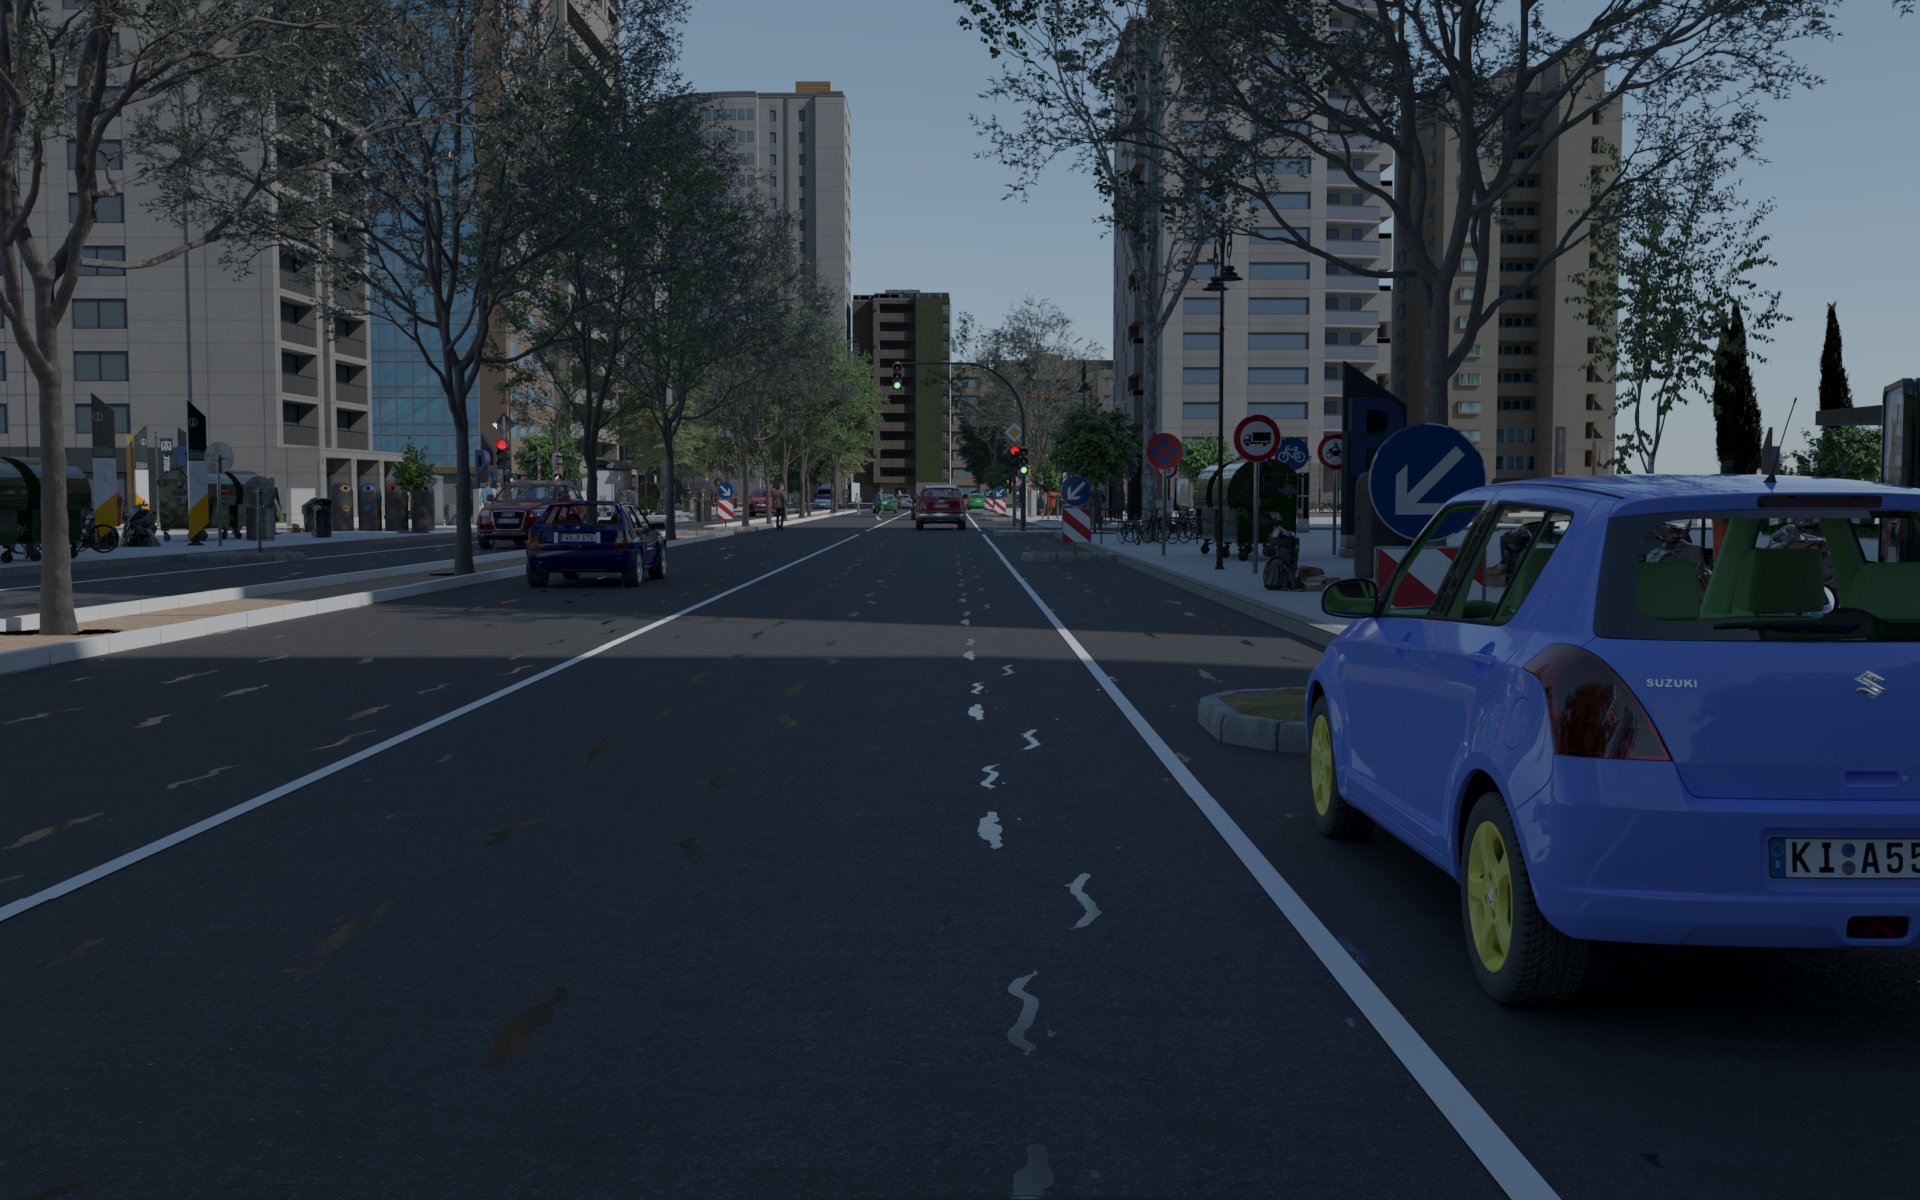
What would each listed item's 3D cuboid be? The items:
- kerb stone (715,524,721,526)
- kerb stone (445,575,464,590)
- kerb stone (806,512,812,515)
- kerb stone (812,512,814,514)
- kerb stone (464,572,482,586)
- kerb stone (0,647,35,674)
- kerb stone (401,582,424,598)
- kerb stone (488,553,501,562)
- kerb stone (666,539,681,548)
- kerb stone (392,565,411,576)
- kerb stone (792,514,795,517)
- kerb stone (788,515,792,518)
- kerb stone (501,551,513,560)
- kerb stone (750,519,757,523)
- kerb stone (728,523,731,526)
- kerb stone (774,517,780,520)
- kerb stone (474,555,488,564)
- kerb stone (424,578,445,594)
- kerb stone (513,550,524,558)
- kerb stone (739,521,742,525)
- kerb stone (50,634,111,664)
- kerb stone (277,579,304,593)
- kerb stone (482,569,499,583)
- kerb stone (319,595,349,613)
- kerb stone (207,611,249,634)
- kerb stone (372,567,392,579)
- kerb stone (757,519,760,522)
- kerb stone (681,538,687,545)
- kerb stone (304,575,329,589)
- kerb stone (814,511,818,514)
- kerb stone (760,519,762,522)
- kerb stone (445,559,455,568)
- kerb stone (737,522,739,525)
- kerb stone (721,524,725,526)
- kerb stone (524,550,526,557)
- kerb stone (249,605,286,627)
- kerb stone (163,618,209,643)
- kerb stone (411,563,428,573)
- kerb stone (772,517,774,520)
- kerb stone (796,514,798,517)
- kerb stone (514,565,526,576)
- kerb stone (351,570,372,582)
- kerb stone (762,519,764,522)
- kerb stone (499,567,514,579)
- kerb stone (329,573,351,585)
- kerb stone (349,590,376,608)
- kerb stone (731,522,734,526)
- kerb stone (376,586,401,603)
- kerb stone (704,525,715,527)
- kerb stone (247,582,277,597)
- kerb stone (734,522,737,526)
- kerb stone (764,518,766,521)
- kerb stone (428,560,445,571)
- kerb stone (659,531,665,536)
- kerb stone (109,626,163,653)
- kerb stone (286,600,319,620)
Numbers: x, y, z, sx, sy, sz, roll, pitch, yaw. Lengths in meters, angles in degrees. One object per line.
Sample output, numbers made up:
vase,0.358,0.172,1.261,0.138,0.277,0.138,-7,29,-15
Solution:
kerb stone,-10.149,-3.043,71.991,0.120,0.150,1.000,0,4,0
kerb stone,-7.784,-0.254,26.342,0.120,0.150,1.000,0,4,0
kerb stone,-10.428,-5.921,119.134,0.120,0.150,1.000,0,4,0
kerb stone,-10.432,-5.993,120.173,0.120,0.150,1.000,0,4,0
kerb stone,-7.789,-0.316,27.364,0.120,0.150,1.000,0,4,0
kerb stone,-7.708,0.498,14.046,0.120,0.150,1.000,0,4,0
kerb stone,-7.772,-0.119,24.292,0.120,0.150,1.000,0,4,0
kerb stone,-9.937,-0.880,36.584,0.120,0.150,1.000,0,4,0
kerb stone,-7.908,-1.571,47.882,0.120,0.150,1.000,0,4,0
kerb stone,-9.910,-0.500,30.415,0.120,0.150,1.000,0,4,0
kerb stone,-10.345,-5.113,105.797,0.120,0.150,1.000,0,4,0
kerb stone,-10.340,-4.983,103.747,0.120,0.150,1.000,0,4,0
kerb stone,-9.947,-0.943,37.606,0.120,0.150,1.000,0,4,0
kerb stone,-10.230,-3.854,85.297,0.120,0.150,1.000,0,4,0
kerb stone,-10.169,-3.234,75.066,0.120,0.150,1.000,0,4,0
kerb stone,-10.293,-4.548,96.561,0.120,0.150,1.000,0,4,0
kerb stone,-9.942,-0.816,35.551,0.120,0.150,1.000,0,4,0
kerb stone,-7.775,-0.189,25.317,0.120,0.150,1.000,0,4,0
kerb stone,-9.960,-1.005,38.632,0.120,0.150,1.000,0,4,0
kerb stone,-10.193,-3.484,79.158,0.120,0.150,1.000,0,4,0
kerb stone,-7.712,0.436,15.072,0.120,0.150,1.000,0,4,0
kerb stone,-9.873,-0.190,25.306,0.120,0.150,1.000,0,4,0
kerb stone,-7.792,-0.378,28.387,0.120,0.150,1.000,0,4,0
kerb stone,-7.746,0.063,21.211,0.120,0.150,1.000,0,4,0
kerb stone,-7.737,0.248,18.143,0.120,0.150,1.000,0,4,0
kerb stone,-9.906,-0.437,29.394,0.120,0.150,1.000,0,4,0
kerb stone,-10.231,-3.920,86.324,0.120,0.150,1.000,0,4,0
kerb stone,-7.910,-1.627,48.904,0.120,0.150,1.000,0,4,0
kerb stone,-9.875,-0.250,26.328,0.120,0.150,1.000,0,4,0
kerb stone,-10.456,-6.243,124.272,0.120,0.150,1.000,0,4,0
kerb stone,-10.236,-3.985,87.346,0.120,0.150,1.000,0,4,0
kerb stone,-9.918,-0.690,33.492,0.120,0.150,1.000,0,4,0
kerb stone,-10.190,-3.420,78.133,0.120,0.150,1.000,0,4,0
kerb stone,-10.158,-3.102,73.019,0.120,0.150,1.000,0,4,0
kerb stone,-9.964,-1.068,39.660,0.120,0.150,1.000,0,4,0
kerb stone,-7.736,0.185,19.165,0.120,0.150,1.000,0,4,0
kerb stone,-7.723,0.314,17.116,0.120,0.150,1.000,0,4,0
kerb stone,-9.914,-0.564,31.441,0.120,0.150,1.000,0,4,0
kerb stone,-10.281,-4.361,93.491,0.120,0.150,1.000,0,4,0
kerb stone,-10.356,-5.239,107.857,0.120,0.150,1.000,0,4,0
kerb stone,-7.810,-0.504,30.443,0.120,0.150,1.000,0,4,0
kerb stone,-9.899,-0.377,28.371,0.120,0.150,1.000,0,4,0
kerb stone,-10.249,-4.046,88.371,0.120,0.150,1.000,0,4,0
kerb stone,-7.801,-0.440,29.421,0.120,0.150,1.000,0,4,0
kerb stone,-9.892,-0.315,27.349,0.120,0.150,1.000,0,4,0
kerb stone,-7.754,0.001,22.233,0.120,0.150,1.000,0,4,0
kerb stone,-10.175,-3.296,76.089,0.120,0.150,1.000,0,4,0
kerb stone,-7.764,-0.061,23.267,0.120,0.150,1.000,0,4,0
kerb stone,-10.139,-2.920,69.944,0.120,0.150,1.000,0,4,0
kerb stone,-9.873,-0.128,24.284,0.120,0.150,1.000,0,4,0
kerb stone,-10.178,-3.359,77.111,0.120,0.150,1.000,0,4,0
kerb stone,-10.251,-4.110,89.397,0.120,0.150,1.000,0,4,0
kerb stone,-9.919,-0.628,32.470,0.120,0.150,1.000,0,4,0
kerb stone,-10.074,-2.260,59.140,0.120,0.150,1.000,0,4,0
kerb stone,-7.719,0.373,16.094,0.120,0.150,1.000,0,4,0
kerb stone,-7.742,0.123,20.187,0.120,0.150,1.000,0,4,0
